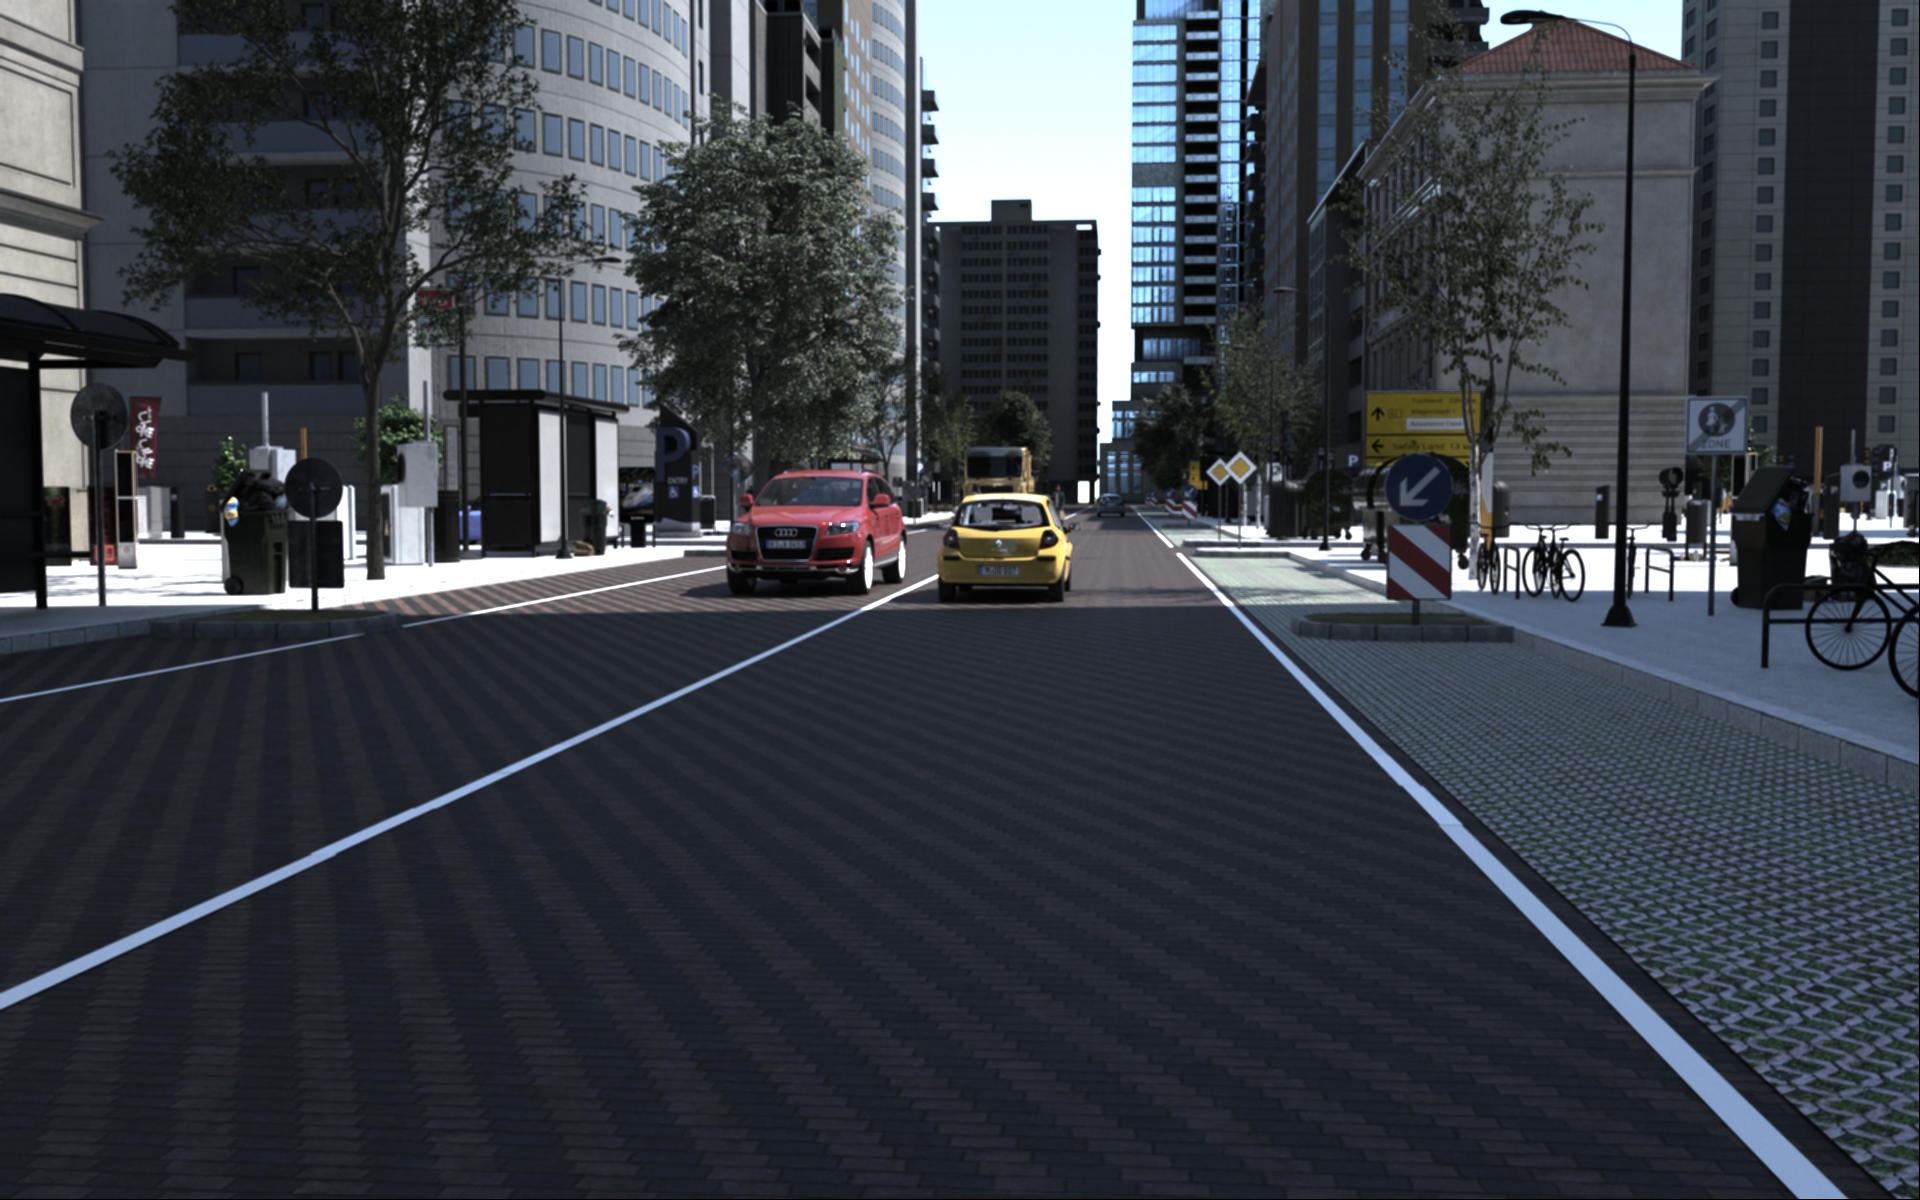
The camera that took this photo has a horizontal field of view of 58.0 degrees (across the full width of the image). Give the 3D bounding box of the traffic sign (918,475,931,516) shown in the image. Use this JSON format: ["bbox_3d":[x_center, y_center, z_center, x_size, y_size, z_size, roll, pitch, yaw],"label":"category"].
[{"bbox_3d":[-2.088,-6.191,102.404,0.795,2.450,0.064,0,4,8],"label":"traffic sign"}]

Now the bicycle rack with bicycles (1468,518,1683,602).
[{"bbox_3d":[7.707,-0.508,21.692,2.852,0.926,2.925,1,4,14],"label":"bicycle rack with bicycles"}]

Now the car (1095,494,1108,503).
[{"bbox_3d":[14.347,-9.699,170.374,2.131,1.459,4.920,0,4,4],"label":"car"}]

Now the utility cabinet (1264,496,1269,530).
[{"bbox_3d":[11.415,-3.113,62.058,1.020,1.237,0.306,2,4,31],"label":"utility cabinet"}]

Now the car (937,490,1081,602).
[{"bbox_3d":[0.692,-0.873,24.495,2.015,1.641,3.980,0,4,5],"label":"car"}]

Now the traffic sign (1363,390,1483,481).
[{"bbox_3d":[9.075,-2.456,34.026,2.265,3.308,0.079,1,4,9],"label":"traffic sign"}]

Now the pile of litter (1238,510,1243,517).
[{"bbox_3d":[15.456,-5.125,97.763,1.176,0.858,1.719,-3,5,-40],"label":"pile of litter"}]

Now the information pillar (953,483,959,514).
[{"bbox_3d":[-0.269,-6.648,113.186,0.304,2.012,0.304,3,4,38],"label":"information pillar"}]

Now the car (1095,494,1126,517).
[{"bbox_3d":[9.644,-6.040,110.755,2.014,1.417,4.499,0,4,4],"label":"car"}]

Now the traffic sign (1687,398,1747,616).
[{"bbox_3d":[7.930,-0.984,18.224,0.606,2.300,0.079,1,4,13],"label":"traffic sign"}]

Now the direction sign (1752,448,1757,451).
[{"bbox_3d":[39.081,-5.750,86.016,0.379,3.537,0.876,-3,4,-38],"label":"direction sign"}]

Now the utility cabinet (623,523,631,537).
[{"bbox_3d":[-9.875,-2.509,52.191,0.306,1.237,1.020,0,4,3],"label":"utility cabinet"}]

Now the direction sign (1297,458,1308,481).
[{"bbox_3d":[21.745,-7.227,110.154,0.876,3.537,0.379,3,5,43],"label":"direction sign"}]

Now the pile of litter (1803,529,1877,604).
[{"bbox_3d":[10.522,-0.434,21.062,1.719,0.858,1.176,-3,4,-37],"label":"pile of litter"}]

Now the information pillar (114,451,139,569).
[{"bbox_3d":[-14.223,-1.534,29.570,0.304,2.012,0.304,-1,4,-18],"label":"information pillar"}]

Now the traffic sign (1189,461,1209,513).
[{"bbox_3d":[15.137,-6.854,105.935,2.265,3.308,0.079,1,4,14],"label":"traffic sign"}]

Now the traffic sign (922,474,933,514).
[{"bbox_3d":[-2.090,-6.605,108.095,0.768,2.556,0.104,1,4,10],"label":"traffic sign"}]

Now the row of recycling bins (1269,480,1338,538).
[{"bbox_3d":[10.304,-2.734,51.806,1.069,1.692,3.534,3,5,39],"label":"row of recycling bins"}]

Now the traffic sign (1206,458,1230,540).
[{"bbox_3d":[7.176,-2.704,47.858,0.795,2.450,0.064,0,4,5],"label":"traffic sign"}]

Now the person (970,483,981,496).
[{"bbox_3d":[0.462,-2.970,57.323,0.793,1.790,0.793,3,4,39],"label":"person"}]

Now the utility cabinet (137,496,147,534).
[{"bbox_3d":[-26.459,-2.748,56.087,0.306,1.237,1.020,1,4,19],"label":"utility cabinet"}]

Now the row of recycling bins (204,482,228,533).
[{"bbox_3d":[-23.502,-3.032,56.686,3.534,1.692,1.069,3,4,36],"label":"row of recycling bins"}]

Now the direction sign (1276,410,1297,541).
[{"bbox_3d":[8.843,-3.387,47.369,0.379,3.537,0.876,0,4,-2],"label":"direction sign"}]

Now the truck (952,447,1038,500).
[{"bbox_3d":[1.681,-4.736,73.359,3.469,3.379,9.791,0,4,5],"label":"truck"}]

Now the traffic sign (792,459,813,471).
[{"bbox_3d":[-4.468,-2.771,48.944,0.795,2.450,0.064,0,4,5],"label":"traffic sign"}]

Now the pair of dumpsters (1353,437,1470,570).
[{"bbox_3d":[8.220,-1.771,31.450,1.574,2.255,4.437,0,4,5],"label":"pair of dumpsters"}]

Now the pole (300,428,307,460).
[{"bbox_3d":[-20.228,-3.644,53.418,0.158,3.312,0.155,0,3,0],"label":"pole"}]

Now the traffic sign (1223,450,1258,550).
[{"bbox_3d":[6.445,-2.218,39.906,0.795,2.450,0.064,0,4,5],"label":"traffic sign"}]

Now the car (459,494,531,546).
[{"bbox_3d":[-12.558,-2.288,47.003,3.694,1.707,1.945,0,4,5],"label":"car"}]

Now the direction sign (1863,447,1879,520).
[{"bbox_3d":[44.384,-5.654,84.445,0.379,3.537,0.876,-1,4,-20],"label":"direction sign"}]

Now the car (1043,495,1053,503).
[{"bbox_3d":[6.709,-7.870,141.035,2.083,1.381,4.827,0,4,5],"label":"car"}]

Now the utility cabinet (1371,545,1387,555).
[{"bbox_3d":[8.861,-1.692,36.338,0.318,1.500,1.173,1,4,23],"label":"utility cabinet"}]

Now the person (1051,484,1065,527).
[{"bbox_3d":[4.065,-3.840,71.262,0.794,1.824,0.713,3,5,42],"label":"person"}]

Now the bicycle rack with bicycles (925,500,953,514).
[{"bbox_3d":[-1.760,-5.991,111.328,2.852,0.926,2.925,1,4,21],"label":"bicycle rack with bicycles"}]

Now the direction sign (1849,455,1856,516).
[{"bbox_3d":[51.376,-6.583,99.628,0.379,3.537,0.876,3,4,37],"label":"direction sign"}]

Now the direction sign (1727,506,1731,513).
[{"bbox_3d":[51.497,-7.575,115.844,0.379,3.537,0.876,0,4,-7],"label":"direction sign"}]

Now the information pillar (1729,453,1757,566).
[{"bbox_3d":[13.959,-1.613,30.873,0.304,2.012,0.304,-2,4,-33],"label":"information pillar"}]

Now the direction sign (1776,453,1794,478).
[{"bbox_3d":[45.954,-6.394,96.540,0.876,3.537,0.379,3,4,39],"label":"direction sign"}]

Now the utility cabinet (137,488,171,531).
[{"bbox_3d":[-27.571,-3.079,59.021,1.173,1.500,0.318,-3,5,-45],"label":"utility cabinet"}]

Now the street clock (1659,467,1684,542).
[{"bbox_3d":[19.138,-2.565,46.504,0.471,2.002,0.358,-1,4,-11],"label":"street clock"}]

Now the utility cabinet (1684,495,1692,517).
[{"bbox_3d":[40.629,-5.217,96.455,0.306,1.237,1.020,3,5,40],"label":"utility cabinet"}]

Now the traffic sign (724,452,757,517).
[{"bbox_3d":[-5.198,-2.284,40.992,0.795,2.450,0.064,0,4,5],"label":"traffic sign"}]

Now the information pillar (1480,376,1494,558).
[{"bbox_3d":[10.535,-2.645,34.607,0.183,3.616,0.504,0,4,-1],"label":"information pillar"}]

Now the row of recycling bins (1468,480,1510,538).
[{"bbox_3d":[15.493,-2.760,52.238,1.069,1.692,3.534,-1,4,-8],"label":"row of recycling bins"}]

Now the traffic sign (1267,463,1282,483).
[{"bbox_3d":[10.305,-3.327,56.523,0.606,2.300,0.079,1,4,9],"label":"traffic sign"}]

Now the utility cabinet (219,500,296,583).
[{"bbox_3d":[-10.235,-0.863,25.279,0.306,1.237,1.020,3,5,41],"label":"utility cabinet"}]

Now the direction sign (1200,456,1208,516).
[{"bbox_3d":[14.392,-6.746,102.296,0.379,3.537,0.876,3,4,38],"label":"direction sign"}]

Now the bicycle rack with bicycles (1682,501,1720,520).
[{"bbox_3d":[36.701,-4.534,87.505,2.852,0.926,2.925,0,4,3],"label":"bicycle rack with bicycles"}]

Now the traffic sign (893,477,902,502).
[{"bbox_3d":[-3.775,-6.261,104.495,0.606,2.300,0.079,1,4,10],"label":"traffic sign"}]

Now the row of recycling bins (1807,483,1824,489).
[{"bbox_3d":[39.497,-4.441,79.730,1.069,1.692,3.534,1,4,18],"label":"row of recycling bins"}]

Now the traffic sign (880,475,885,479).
[{"bbox_3d":[-4.288,-5.695,95.236,0.606,2.300,0.079,0,4,6],"label":"traffic sign"}]

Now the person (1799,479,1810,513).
[{"bbox_3d":[19.949,-2.042,42.106,0.699,1.804,1.509,-2,4,-32],"label":"person"}]

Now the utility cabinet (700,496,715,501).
[{"bbox_3d":[-10.516,-3.715,71.897,0.306,1.237,1.020,1,4,20],"label":"utility cabinet"}]

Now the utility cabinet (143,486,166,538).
[{"bbox_3d":[-23.310,-2.535,50.132,0.318,1.500,1.173,-2,4,-30],"label":"utility cabinet"}]

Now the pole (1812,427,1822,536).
[{"bbox_3d":[25.973,-3.586,52.470,0.158,3.312,0.155,0,3,0],"label":"pole"}]

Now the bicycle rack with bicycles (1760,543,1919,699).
[{"bbox_3d":[7.085,0.092,11.874,2.925,0.926,2.852,0,4,-5],"label":"bicycle rack with bicycles"}]

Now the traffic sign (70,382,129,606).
[{"bbox_3d":[-9.835,-1.204,19.788,0.768,2.556,0.104,1,4,14],"label":"traffic sign"}]

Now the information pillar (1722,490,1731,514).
[{"bbox_3d":[49.729,-7.398,112.316,0.504,3.616,0.183,0,4,5],"label":"information pillar"}]
